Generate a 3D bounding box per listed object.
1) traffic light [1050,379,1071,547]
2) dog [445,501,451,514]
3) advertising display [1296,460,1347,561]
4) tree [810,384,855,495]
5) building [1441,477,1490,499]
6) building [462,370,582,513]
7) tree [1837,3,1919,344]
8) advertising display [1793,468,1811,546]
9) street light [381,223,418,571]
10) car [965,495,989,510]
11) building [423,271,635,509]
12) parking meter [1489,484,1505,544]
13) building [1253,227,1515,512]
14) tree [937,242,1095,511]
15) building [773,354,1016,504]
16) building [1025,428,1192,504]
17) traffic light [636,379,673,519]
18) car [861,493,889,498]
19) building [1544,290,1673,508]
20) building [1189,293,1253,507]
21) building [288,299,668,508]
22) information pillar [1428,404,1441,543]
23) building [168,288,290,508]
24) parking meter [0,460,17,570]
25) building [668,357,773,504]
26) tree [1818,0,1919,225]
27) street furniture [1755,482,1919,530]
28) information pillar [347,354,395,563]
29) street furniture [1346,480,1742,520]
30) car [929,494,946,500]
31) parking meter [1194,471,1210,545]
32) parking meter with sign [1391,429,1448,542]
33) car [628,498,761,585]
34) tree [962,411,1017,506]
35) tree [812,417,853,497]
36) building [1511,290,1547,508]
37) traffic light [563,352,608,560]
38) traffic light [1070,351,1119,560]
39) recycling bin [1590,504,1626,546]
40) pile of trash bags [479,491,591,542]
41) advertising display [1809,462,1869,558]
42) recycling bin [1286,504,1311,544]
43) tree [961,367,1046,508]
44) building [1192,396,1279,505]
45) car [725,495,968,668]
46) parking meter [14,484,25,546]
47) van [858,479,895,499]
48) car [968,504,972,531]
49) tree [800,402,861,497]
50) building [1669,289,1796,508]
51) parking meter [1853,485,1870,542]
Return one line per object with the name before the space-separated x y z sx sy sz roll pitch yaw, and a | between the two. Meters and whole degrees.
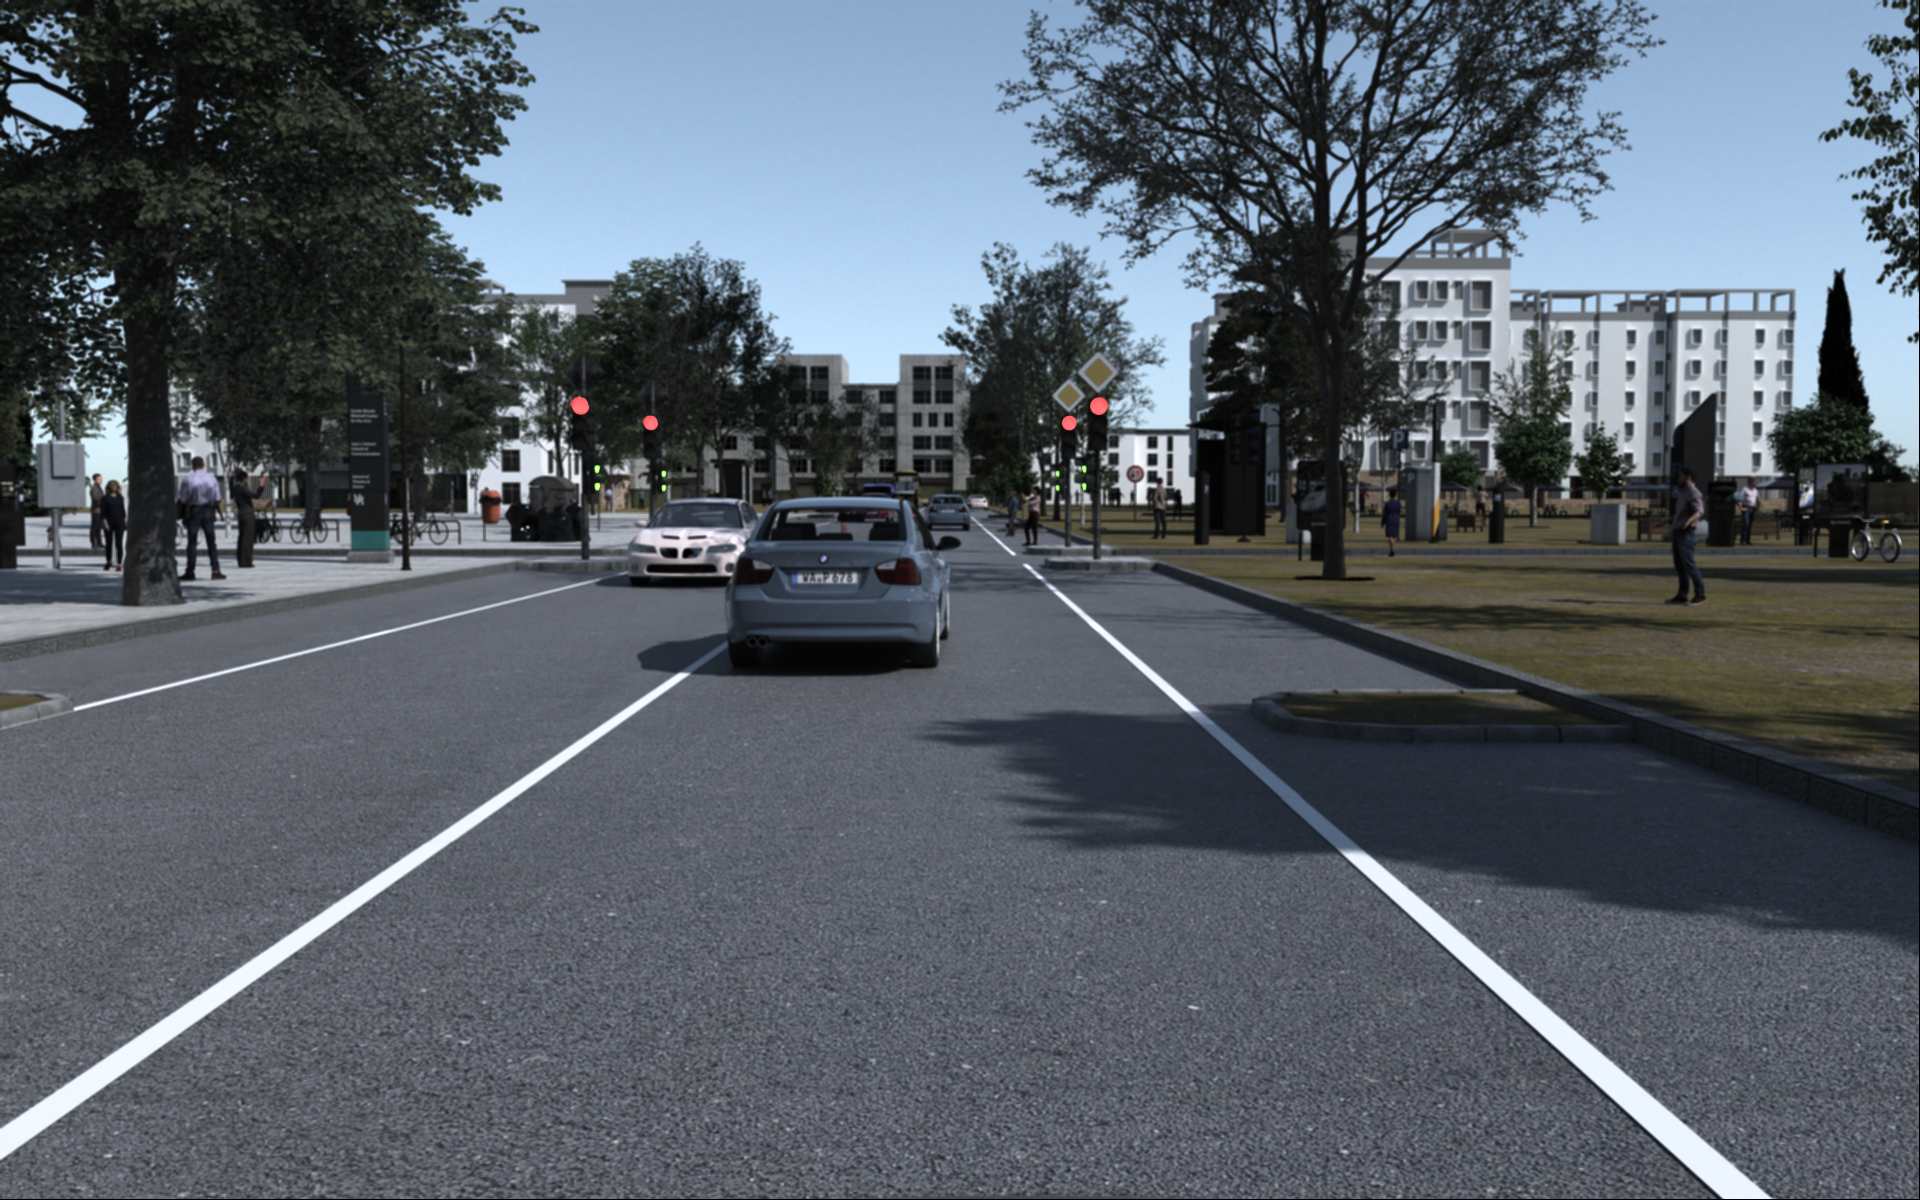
traffic light | 2.593 -3.214 41.791 0.839 4.213 0.868 0 4 0
dog | -33.167 -5.987 112.270 0.513 0.831 0.800 -2 4 -28
advertising display | 6.892 -1.703 33.062 0.974 1.923 0.123 3 4 37
tree | -11.446 -17.057 189.257 12.009 13.543 11.850 0 3 0
building | 52.520 -23.930 235.226 32.646 21.610 27.936 0 4 0
building | -33.042 -11.590 131.646 9.099 9.664 28.070 0 4 0
tree | 15.241 -4.615 25.817 4.360 8.622 3.978 0 3 0
advertising display | 20.967 -2.311 42.997 0.974 1.923 0.123 -3 5 -41
street light | -9.319 -3.436 28.965 0.468 5.910 1.993 0 4 0
car | 1.479 -8.563 152.360 2.083 1.381 4.827 0 4 0
building | -37.185 -18.016 150.979 16.016 20.091 11.380 0 4 0
parking meter | 13.929 -2.234 44.944 0.372 1.533 0.369 0 3 0
building | 30.930 -16.632 128.358 16.016 20.091 11.380 0 4 0
tree | 3.461 -16.948 132.982 12.611 20.169 13.585 0 3 0
building | -7.706 -22.103 227.841 31.486 18.905 16.747 0 4 0
building | 22.253 -17.306 225.107 28.070 9.664 9.099 0 4 0
traffic light | -7.367 -3.208 41.689 0.839 4.213 0.868 0 4 0
car | -4.392 -4.898 89.118 2.155 1.783 4.494 0 4 1
building | 59.443 -19.023 167.450 11.380 20.091 16.016 0 4 0
building | 30.630 -19.082 168.412 16.016 20.091 11.380 0 4 0
building | -45.418 -18.303 165.716 31.486 18.905 16.747 0 4 0
information pillar | 12.478 -3.306 45.411 0.183 3.616 0.504 2 4 32
building | -67.144 -18.924 165.824 11.380 20.091 16.016 0 4 0
parking meter | -16.298 -1.454 29.490 0.399 1.863 0.255 2 4 33
building | -39.415 -22.116 228.046 31.486 18.905 16.747 0 4 0
tree | 10.167 -3.966 15.200 4.737 8.622 4.395 0 3 0
street furniture | 33.891 -3.697 67.308 11.010 1.723 9.812 -2 4 -33
information pillar | -11.053 -2.631 32.395 0.750 3.857 0.750 -1 4 -11
street furniture | 34.969 -5.296 91.611 27.439 1.986 14.083 3 5 40
car | -1.545 -8.223 146.239 2.131 1.459 4.920 0 4 1
parking meter | 6.115 -2.326 43.749 0.255 1.863 0.399 2 4 34
parking meter with sign | 12.531 -3.110 47.115 1.738 3.016 0.543 -2 4 -32
car | -4.246 -0.999 28.701 2.083 1.381 4.827 0 4 0
tree | 3.658 -16.415 190.439 6.751 12.117 7.091 0 3 0
tree | -11.453 -12.630 156.868 4.737 8.622 4.395 0 3 0
building | 47.655 -18.982 166.777 11.380 20.091 16.016 0 4 0
traffic light | -7.298 -2.719 33.704 0.839 4.213 0.868 0 4 0
traffic light | 2.663 -2.725 33.806 0.839 4.213 0.868 0 4 0
recycling bin | 16.320 -1.899 43.598 0.722 1.027 0.722 2 4 32
pile of trash bags | -11.721 -2.289 47.174 3.447 1.369 1.912 2 4 27
advertising display | 17.698 -1.811 34.830 0.974 1.923 0.123 2 4 28
recycling bin | 8.882 -1.958 44.561 0.722 1.027 0.722 -2 4 -27
tree | 4.246 -15.626 162.915 7.806 13.903 7.818 0 3 0
building | 26.812 -12.652 149.009 9.099 9.664 28.070 0 4 0
car | -1.007 -0.221 15.610 2.014 1.417 4.499 0 4 1
parking meter | -23.404 -2.112 42.936 0.372 1.533 0.369 0 3 0
van | -5.005 -6.206 105.849 2.240 2.365 5.245 0 4 1
car | -0.499 -3.509 69.378 2.014 1.417 4.499 0 4 -1
tree | -11.070 -11.560 139.367 4.360 8.622 3.978 0 3 0
building | 70.832 -18.965 166.498 11.380 20.091 16.016 0 4 0
parking meter | 24.064 -2.313 46.229 0.372 1.533 0.369 0 3 0
